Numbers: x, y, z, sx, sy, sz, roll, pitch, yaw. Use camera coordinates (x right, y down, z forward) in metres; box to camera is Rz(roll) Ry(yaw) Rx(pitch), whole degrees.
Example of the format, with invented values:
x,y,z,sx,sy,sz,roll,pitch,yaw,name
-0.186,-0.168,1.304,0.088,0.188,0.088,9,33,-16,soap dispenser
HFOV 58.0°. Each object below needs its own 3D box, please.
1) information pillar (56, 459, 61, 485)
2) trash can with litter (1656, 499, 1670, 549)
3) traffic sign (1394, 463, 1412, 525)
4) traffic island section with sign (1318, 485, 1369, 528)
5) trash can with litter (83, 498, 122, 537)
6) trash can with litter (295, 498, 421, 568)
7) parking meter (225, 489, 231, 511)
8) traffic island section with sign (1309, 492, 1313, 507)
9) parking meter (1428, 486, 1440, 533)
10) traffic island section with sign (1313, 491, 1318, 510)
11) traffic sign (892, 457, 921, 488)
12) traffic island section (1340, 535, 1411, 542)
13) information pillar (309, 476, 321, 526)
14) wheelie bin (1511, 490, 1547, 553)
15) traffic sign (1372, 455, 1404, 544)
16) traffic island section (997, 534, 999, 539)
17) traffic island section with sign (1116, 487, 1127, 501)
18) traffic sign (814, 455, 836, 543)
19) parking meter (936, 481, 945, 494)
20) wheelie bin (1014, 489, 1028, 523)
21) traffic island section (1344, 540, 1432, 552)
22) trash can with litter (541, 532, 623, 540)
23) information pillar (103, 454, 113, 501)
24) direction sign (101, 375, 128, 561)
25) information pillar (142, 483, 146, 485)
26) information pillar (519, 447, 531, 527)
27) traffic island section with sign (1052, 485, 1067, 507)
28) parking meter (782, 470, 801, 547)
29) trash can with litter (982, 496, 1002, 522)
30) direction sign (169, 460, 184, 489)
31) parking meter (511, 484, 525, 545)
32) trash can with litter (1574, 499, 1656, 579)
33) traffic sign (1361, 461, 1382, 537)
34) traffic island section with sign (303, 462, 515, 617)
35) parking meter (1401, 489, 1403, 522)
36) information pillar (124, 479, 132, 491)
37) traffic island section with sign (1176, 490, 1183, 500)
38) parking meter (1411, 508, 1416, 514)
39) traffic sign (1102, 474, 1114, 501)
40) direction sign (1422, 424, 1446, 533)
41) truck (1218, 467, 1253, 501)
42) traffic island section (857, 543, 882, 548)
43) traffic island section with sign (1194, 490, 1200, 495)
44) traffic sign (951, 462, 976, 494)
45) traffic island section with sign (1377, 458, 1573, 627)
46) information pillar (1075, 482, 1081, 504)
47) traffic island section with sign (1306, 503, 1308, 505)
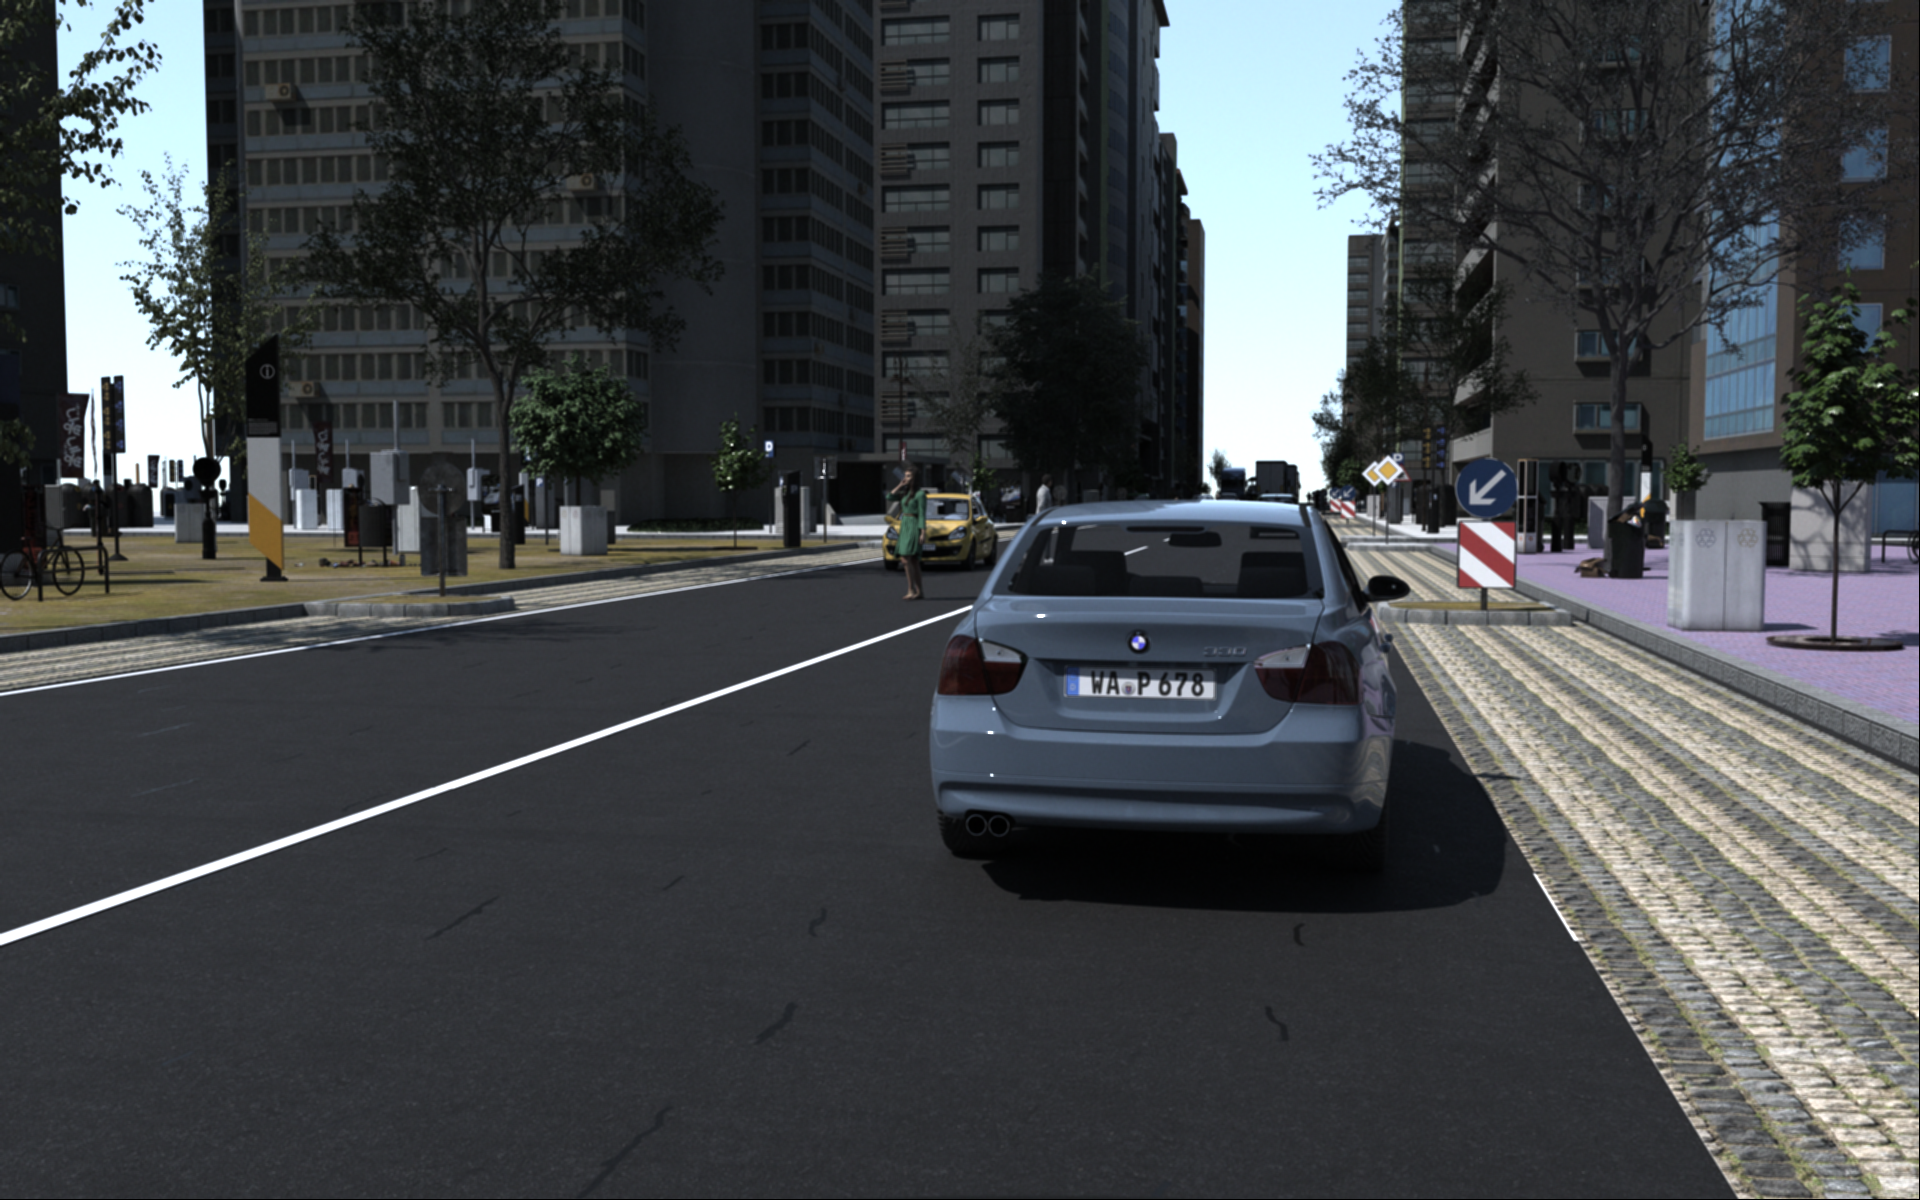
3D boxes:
x,y,z,sx,sy,sz,roll,pitch,yaw,name
-51.123,-6.534,98.184,0.183,3.616,0.504,-1,4,-8,information pillar
16.462,-1.803,40.860,0.624,1.170,1.055,1,4,17,trash can with litter
18.426,-4.428,72.404,0.884,2.594,0.081,1,4,12,traffic sign
16.528,-4.021,74.366,1.989,1.847,2.006,1,4,11,traffic island section with sign
-25.607,-2.470,51.773,0.624,1.170,1.055,1,4,11,trash can with litter
-10.720,-1.206,30.776,2.233,1.210,1.678,1,4,16,trash can with litter
-39.673,-5.232,93.956,0.372,1.533,0.369,0,3,0,parking meter
31.352,-8.636,149.820,1.989,1.847,2.006,1,4,11,traffic island section with sign
15.663,-2.988,57.266,0.372,1.533,0.369,0,3,0,parking meter
21.730,-5.638,100.816,1.989,1.847,2.006,1,4,11,traffic island section with sign
-1.445,-2.630,46.642,0.795,2.450,0.064,1,4,11,traffic sign
12.475,-1.824,52.111,2.009,0.180,2.903,1,4,11,traffic island section
-25.961,-3.989,69.716,0.304,2.012,0.304,1,4,12,information pillar
12.445,-1.837,37.945,0.693,1.594,0.980,0,4,7,wheelie bin
10.910,-2.481,44.202,0.795,2.450,0.064,1,4,11,traffic sign
0.071,-1.973,54.544,2.009,0.180,2.903,1,4,11,traffic island section
9.685,-5.801,103.473,1.989,1.847,2.006,1,4,11,traffic island section with sign
-3.544,-2.651,45.475,0.606,2.300,0.079,1,4,15,traffic sign
-0.896,-4.468,78.766,0.399,1.863,0.255,1,4,18,parking meter
2.611,-4.237,77.177,0.693,1.594,0.980,1,4,15,wheelie bin
10.935,-1.345,44.275,2.009,0.180,2.903,1,4,11,traffic island section
-10.471,-2.286,48.427,2.233,1.210,1.678,2,4,28,trash can with litter
-37.505,-5.194,76.273,0.183,3.616,0.504,1,4,15,information pillar
-16.264,-2.528,33.324,0.876,3.537,0.379,3,5,39,direction sign
-54.869,-6.845,116.399,0.304,2.012,0.304,-2,4,-28,information pillar
-16.824,-4.617,66.835,0.183,3.616,0.504,1,4,20,information pillar
4.412,-4.158,76.610,1.989,1.847,2.006,1,4,11,traffic island section with sign
-4.063,-2.204,41.746,0.399,1.863,0.255,-2,4,-31,parking meter
1.086,-4.231,80.231,1.678,1.210,2.233,-2,4,-34,trash can with litter
-51.697,-7.481,114.316,0.876,3.537,0.379,0,4,-6,direction sign
-11.270,-2.181,44.072,0.372,1.533,0.369,0,3,0,parking meter
9.932,-0.920,26.430,1.055,1.170,0.624,3,5,39,trash can with litter
12.450,-2.960,52.038,0.795,2.450,0.064,1,4,11,traffic sign
-6.528,-0.754,20.961,1.989,1.847,2.006,1,4,11,traffic island section with sign
20.539,-4.442,81.044,0.372,1.533,0.369,0,3,0,parking meter
-40.007,-4.822,83.324,0.304,2.012,0.304,-1,4,-10,information pillar
19.284,-8.786,152.281,1.989,1.847,2.006,1,4,11,traffic island section with sign
29.007,-6.409,110.504,0.255,1.863,0.399,3,5,45,parking meter
9.532,-6.803,111.339,0.768,2.556,0.104,1,4,12,traffic sign
15.415,-3.940,56.415,0.379,3.537,0.876,-3,5,-40,direction sign
28.966,-11.689,180.876,2.967,4.110,18.799,1,4,12,truck
-1.469,-1.494,46.708,2.009,0.180,2.903,1,4,11,traffic island section
24.571,-10.432,179.185,1.989,1.847,2.006,1,4,11,traffic island section with sign
0.095,-3.109,54.478,0.795,2.450,0.064,1,4,11,traffic sign
5.796,-0.678,19.709,1.989,1.847,2.006,1,4,11,traffic island section with sign
6.999,-5.999,102.579,0.304,2.012,0.304,-1,4,-15,information pillar
36.649,-10.286,176.810,1.989,1.847,2.006,1,4,11,traffic island section with sign
